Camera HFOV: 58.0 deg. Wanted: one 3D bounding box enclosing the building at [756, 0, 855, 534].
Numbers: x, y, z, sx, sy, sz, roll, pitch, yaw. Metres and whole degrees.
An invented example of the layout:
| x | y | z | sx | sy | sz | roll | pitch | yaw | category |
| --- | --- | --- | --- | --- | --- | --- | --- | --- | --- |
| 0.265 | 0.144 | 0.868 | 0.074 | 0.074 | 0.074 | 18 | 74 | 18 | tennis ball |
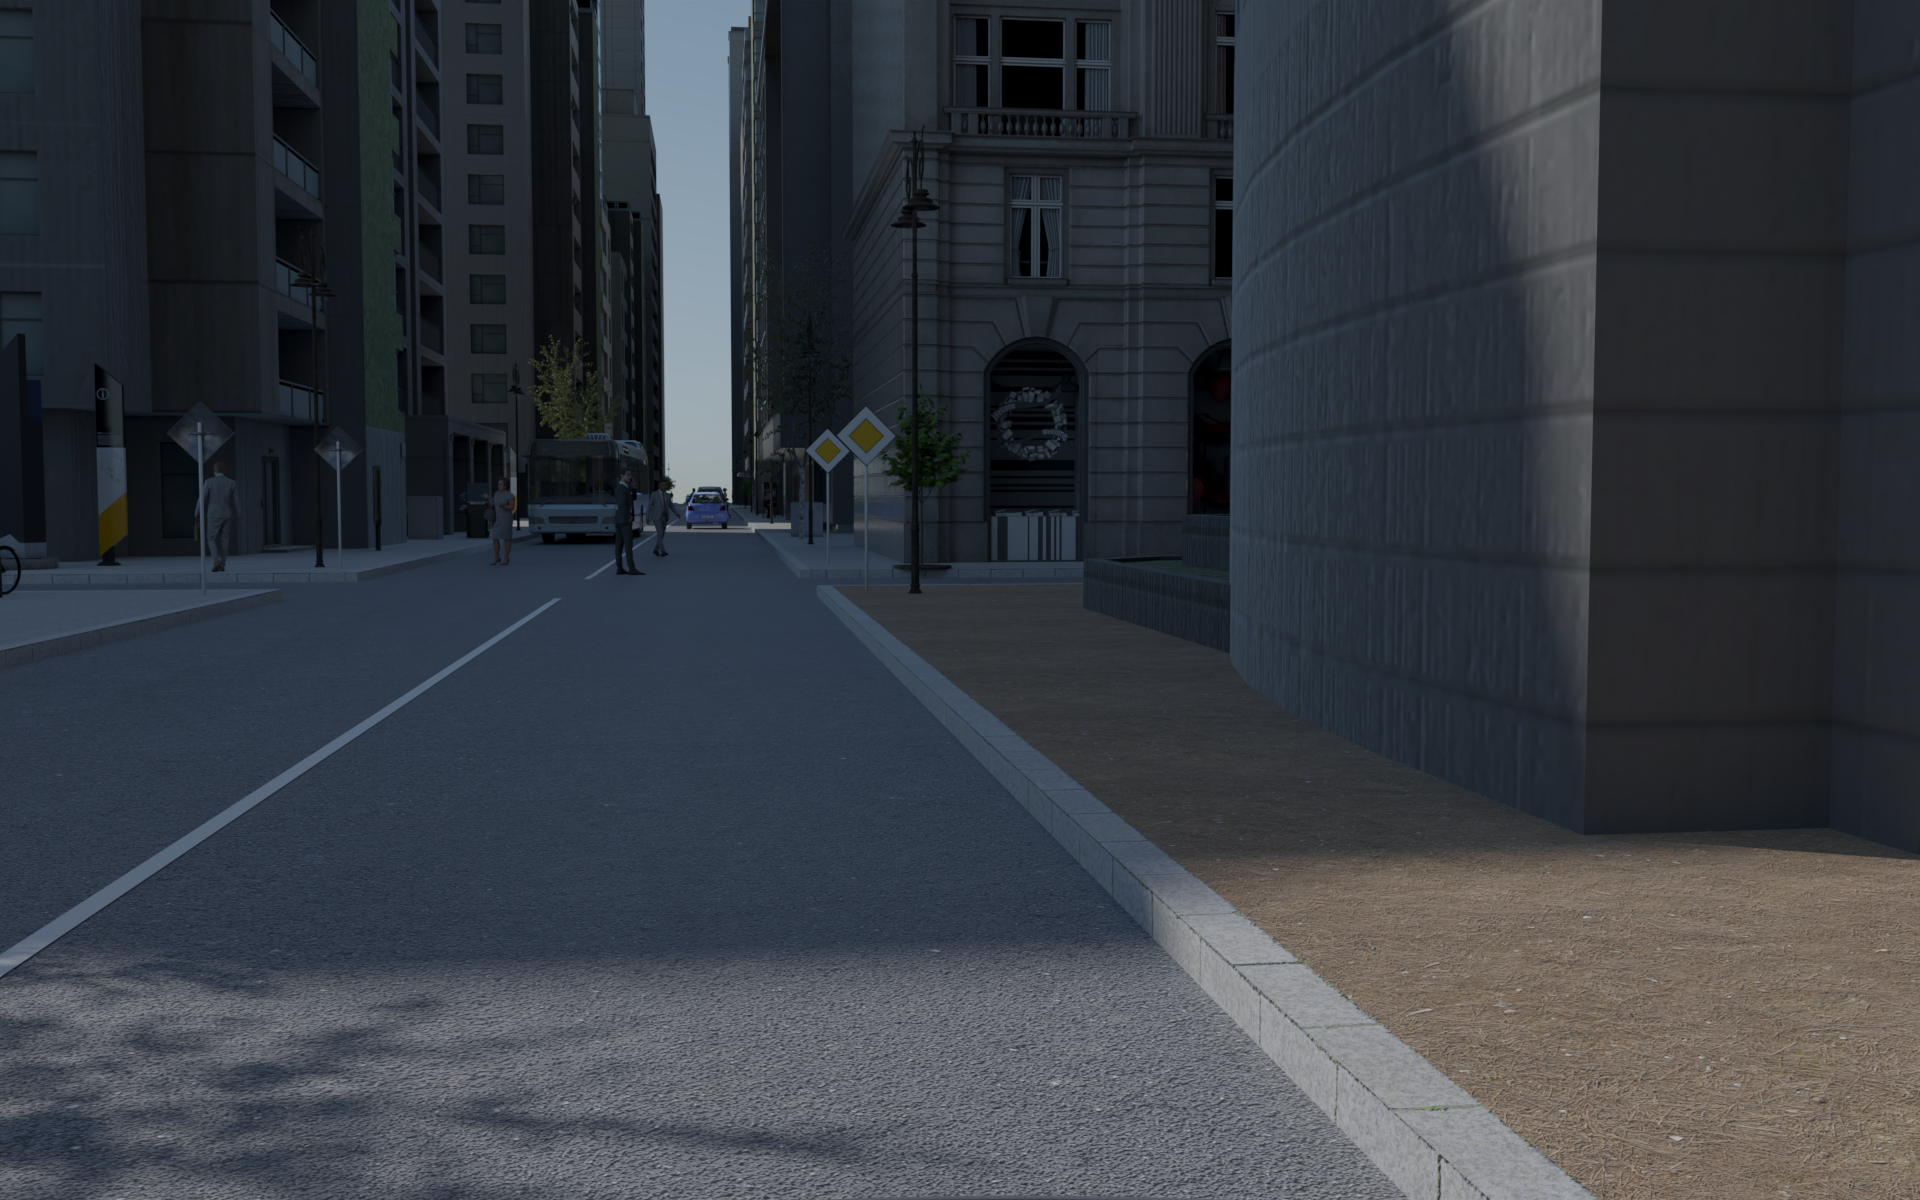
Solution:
| x | y | z | sx | sy | sz | roll | pitch | yaw | category |
| --- | --- | --- | --- | --- | --- | --- | --- | --- | --- |
| -0.765 | -15.402 | 70.883 | 14.314 | 24.678 | 30.058 | 0 | 4 | -8 | building |

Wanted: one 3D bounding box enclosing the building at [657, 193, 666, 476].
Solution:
| x | y | z | sx | sy | sz | roll | pitch | yaw | category |
| --- | --- | --- | --- | --- | --- | --- | --- | --- | --- |
| -49.874 | -36.680 | 249.829 | 14.600 | 45.320 | 14.200 | 0 | 4 | -8 | building |

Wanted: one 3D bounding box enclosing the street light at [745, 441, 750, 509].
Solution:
| x | y | z | sx | sy | sz | roll | pitch | yaw | category |
| --- | --- | --- | --- | --- | --- | --- | --- | --- | --- |
| -14.442 | -8.993 | 119.827 | 0.468 | 5.910 | 1.993 | 0 | 4 | -8 | street light |

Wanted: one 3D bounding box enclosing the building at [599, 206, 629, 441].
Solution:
| x | y | z | sx | sy | sz | roll | pitch | yaw | category |
| --- | --- | --- | --- | --- | --- | --- | --- | --- | --- |
| -37.147 | -16.604 | 116.514 | 27.650 | 21.520 | 28.899 | 0 | 4 | -8 | building |

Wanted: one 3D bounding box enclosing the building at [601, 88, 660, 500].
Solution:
| x | y | z | sx | sy | sz | roll | pitch | yaw | category |
| --- | --- | --- | --- | --- | --- | --- | --- | --- | --- |
| -47.831 | -35.879 | 210.316 | 21.300 | 48.544 | 21.600 | 0 | 4 | -8 | building |

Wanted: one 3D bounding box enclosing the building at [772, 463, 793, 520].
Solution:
| x | y | z | sx | sy | sz | roll | pitch | yaw | category |
| --- | --- | --- | --- | --- | --- | --- | --- | --- | --- |
| -4.088 | -16.988 | 95.781 | 12.078 | 24.808 | 19.932 | 0 | 4 | -8 | building |

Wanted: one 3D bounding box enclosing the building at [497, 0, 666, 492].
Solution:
| x | y | z | sx | sy | sz | roll | pitch | yaw | category |
| --- | --- | --- | --- | --- | --- | --- | --- | --- | --- |
| -50.120 | -48.514 | 231.462 | 20.563 | 71.187 | 20.611 | 0 | 4 | -8 | building |

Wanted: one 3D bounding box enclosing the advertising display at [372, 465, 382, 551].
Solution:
| x | y | z | sx | sy | sz | roll | pitch | yaw | category |
| --- | --- | --- | --- | --- | --- | --- | --- | --- | --- |
| -13.270 | -2.093 | 39.441 | 0.123 | 1.923 | 0.974 | -1 | 4 | -22 | advertising display |

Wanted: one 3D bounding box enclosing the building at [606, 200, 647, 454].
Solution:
| x | y | z | sx | sy | sz | roll | pitch | yaw | category |
| --- | --- | --- | --- | --- | --- | --- | --- | --- | --- |
| -38.196 | -24.300 | 169.012 | 14.160 | 30.474 | 14.107 | 0 | 4 | -8 | building |

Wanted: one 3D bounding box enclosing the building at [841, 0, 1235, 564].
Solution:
| x | y | z | sx | sy | sz | roll | pitch | yaw | category |
| --- | --- | --- | --- | --- | --- | --- | --- | --- | --- |
| 9.582 | -12.039 | 38.633 | 24.055 | 21.916 | 13.314 | 0 | 4 | -8 | building |

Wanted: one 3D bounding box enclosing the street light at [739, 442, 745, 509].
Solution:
| x | y | z | sx | sy | sz | roll | pitch | yaw | category |
| --- | --- | --- | --- | --- | --- | --- | --- | --- | --- |
| -18.653 | -10.856 | 150.286 | 0.468 | 5.910 | 1.993 | 0 | 4 | -8 | street light |

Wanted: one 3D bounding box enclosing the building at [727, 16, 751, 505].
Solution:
| x | y | z | sx | sy | sz | roll | pitch | yaw | category |
| --- | --- | --- | --- | --- | --- | --- | --- | --- | --- |
| -18.927 | -41.614 | 222.388 | 21.231 | 58.520 | 28.212 | 0 | 4 | -8 | building |

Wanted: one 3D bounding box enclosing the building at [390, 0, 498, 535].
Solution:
| x | y | z | sx | sy | sz | roll | pitch | yaw | category |
| --- | --- | --- | --- | --- | --- | --- | --- | --- | --- |
| -27.382 | -38.056 | 60.462 | 20.563 | 71.187 | 20.611 | 0 | 4 | -8 | building |

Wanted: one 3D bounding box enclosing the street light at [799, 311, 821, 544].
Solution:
| x | y | z | sx | sy | sz | roll | pitch | yaw | category |
| --- | --- | --- | --- | --- | --- | --- | --- | --- | --- |
| -3.806 | -4.356 | 44.001 | 0.468 | 5.910 | 1.993 | 0 | 4 | -8 | street light |

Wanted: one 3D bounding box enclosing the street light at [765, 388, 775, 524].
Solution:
| x | y | z | sx | sy | sz | roll | pitch | yaw | category |
| --- | --- | --- | --- | --- | --- | --- | --- | --- | --- |
| -8.114 | -6.218 | 74.455 | 0.468 | 5.910 | 1.993 | 0 | 4 | -8 | street light |

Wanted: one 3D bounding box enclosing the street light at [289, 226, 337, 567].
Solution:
| x | y | z | sx | sy | sz | roll | pitch | yaw | category |
| --- | --- | --- | --- | --- | --- | --- | --- | --- | --- |
| -11.222 | -3.510 | 30.179 | 0.468 | 5.910 | 1.993 | 0 | 4 | -8 | street light |

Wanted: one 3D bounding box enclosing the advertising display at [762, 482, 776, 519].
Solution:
| x | y | z | sx | sy | sz | roll | pitch | yaw | category |
| --- | --- | --- | --- | --- | --- | --- | --- | --- | --- |
| -10.037 | -5.254 | 91.114 | 0.123 | 1.923 | 0.974 | 3 | 4 | 38 | advertising display |

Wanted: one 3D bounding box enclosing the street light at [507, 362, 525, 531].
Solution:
| x | y | z | sx | sy | sz | roll | pitch | yaw | category |
| --- | --- | --- | --- | --- | --- | --- | --- | --- | --- |
| -15.497 | -5.372 | 60.612 | 0.468 | 5.910 | 1.993 | 0 | 4 | -8 | street light |

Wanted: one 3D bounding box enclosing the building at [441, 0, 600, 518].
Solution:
| x | y | z | sx | sy | sz | roll | pitch | yaw | category |
| --- | --- | --- | --- | --- | --- | --- | --- | --- | --- |
| -27.266 | -19.766 | 94.868 | 14.160 | 30.474 | 14.107 | 0 | 4 | -8 | building |

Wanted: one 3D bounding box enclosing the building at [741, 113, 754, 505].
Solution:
| x | y | z | sx | sy | sz | roll | pitch | yaw | category |
| --- | --- | --- | --- | --- | --- | --- | --- | --- | --- |
| -18.206 | -33.667 | 200.567 | 14.600 | 45.320 | 14.200 | 0 | 4 | -8 | building |

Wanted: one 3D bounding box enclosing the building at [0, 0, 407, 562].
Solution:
| x | y | z | sx | sy | sz | roll | pitch | yaw | category |
| --- | --- | --- | --- | --- | --- | --- | --- | --- | --- |
| -20.615 | -21.601 | 36.775 | 14.154 | 41.232 | 14.086 | 0 | 4 | -8 | building |

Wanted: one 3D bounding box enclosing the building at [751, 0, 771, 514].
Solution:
| x | y | z | sx | sy | sz | roll | pitch | yaw | category |
| --- | --- | --- | --- | --- | --- | --- | --- | --- | --- |
| -7.127 | -26.577 | 118.135 | 14.154 | 41.232 | 14.086 | 0 | 4 | -8 | building |

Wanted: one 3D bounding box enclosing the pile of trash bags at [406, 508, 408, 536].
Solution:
| x | y | z | sx | sy | sz | roll | pitch | yaw | category |
| --- | --- | --- | --- | --- | --- | --- | --- | --- | --- |
| -17.583 | -2.553 | 51.490 | 3.447 | 1.369 | 1.912 | -3 | 5 | -43 | pile of trash bags |

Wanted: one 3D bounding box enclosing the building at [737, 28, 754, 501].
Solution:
| x | y | z | sx | sy | sz | roll | pitch | yaw | category |
| --- | --- | --- | --- | --- | --- | --- | --- | --- | --- |
| -9.380 | -33.394 | 165.603 | 23.786 | 49.044 | 30.456 | 0 | 4 | -8 | building |

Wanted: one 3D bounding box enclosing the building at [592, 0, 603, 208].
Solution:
| x | y | z | sx | sy | sz | roll | pitch | yaw | category |
| --- | --- | --- | --- | --- | --- | --- | --- | --- | --- |
| -40.102 | -50.864 | 144.302 | 22.319 | 86.520 | 31.000 | 0 | 4 | -8 | building |

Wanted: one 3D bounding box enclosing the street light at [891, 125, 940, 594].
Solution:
| x | y | z | sx | sy | sz | roll | pitch | yaw | category |
| --- | --- | --- | --- | --- | --- | --- | --- | --- | --- |
| -0.578 | -3.022 | 22.198 | 0.468 | 5.910 | 1.993 | 0 | 4 | -8 | street light |

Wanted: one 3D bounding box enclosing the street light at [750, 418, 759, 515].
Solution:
| x | y | z | sx | sy | sz | roll | pitch | yaw | category |
| --- | --- | --- | --- | --- | --- | --- | --- | --- | --- |
| -12.306 | -8.080 | 104.899 | 0.468 | 5.910 | 1.993 | 0 | 4 | -8 | street light |

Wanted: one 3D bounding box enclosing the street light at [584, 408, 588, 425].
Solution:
| x | y | z | sx | sy | sz | roll | pitch | yaw | category |
| --- | --- | --- | --- | --- | --- | --- | --- | --- | --- |
| -19.670 | -7.234 | 91.059 | 0.468 | 5.910 | 1.993 | 0 | 4 | -8 | street light |

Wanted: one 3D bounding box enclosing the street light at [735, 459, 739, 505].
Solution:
| x | y | z | sx | sy | sz | roll | pitch | yaw | category |
| --- | --- | --- | --- | --- | --- | --- | --- | --- | --- |
| -22.993 | -12.717 | 180.710 | 0.468 | 5.910 | 1.993 | 0 | 4 | -8 | street light |

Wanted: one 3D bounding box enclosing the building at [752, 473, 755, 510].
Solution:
| x | y | z | sx | sy | sz | roll | pitch | yaw | category |
| --- | --- | --- | --- | --- | --- | --- | --- | --- | --- |
| -0.429 | -27.336 | 138.824 | 32.217 | 40.220 | 23.993 | 0 | 4 | -8 | building |

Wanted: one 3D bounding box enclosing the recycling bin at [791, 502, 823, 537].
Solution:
| x | y | z | sx | sy | sz | roll | pitch | yaw | category |
| --- | --- | --- | --- | --- | --- | --- | --- | --- | --- |
| -4.624 | -2.428 | 52.248 | 0.722 | 1.027 | 0.722 | -3 | 5 | -42 | recycling bin |

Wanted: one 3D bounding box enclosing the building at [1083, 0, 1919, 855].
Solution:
| x | y | z | sx | sy | sz | roll | pitch | yaw | category |
| --- | --- | --- | --- | --- | --- | --- | --- | --- | --- |
| 12.455 | -28.511 | 8.156 | 21.231 | 58.520 | 28.212 | 0 | 4 | -8 | building |
